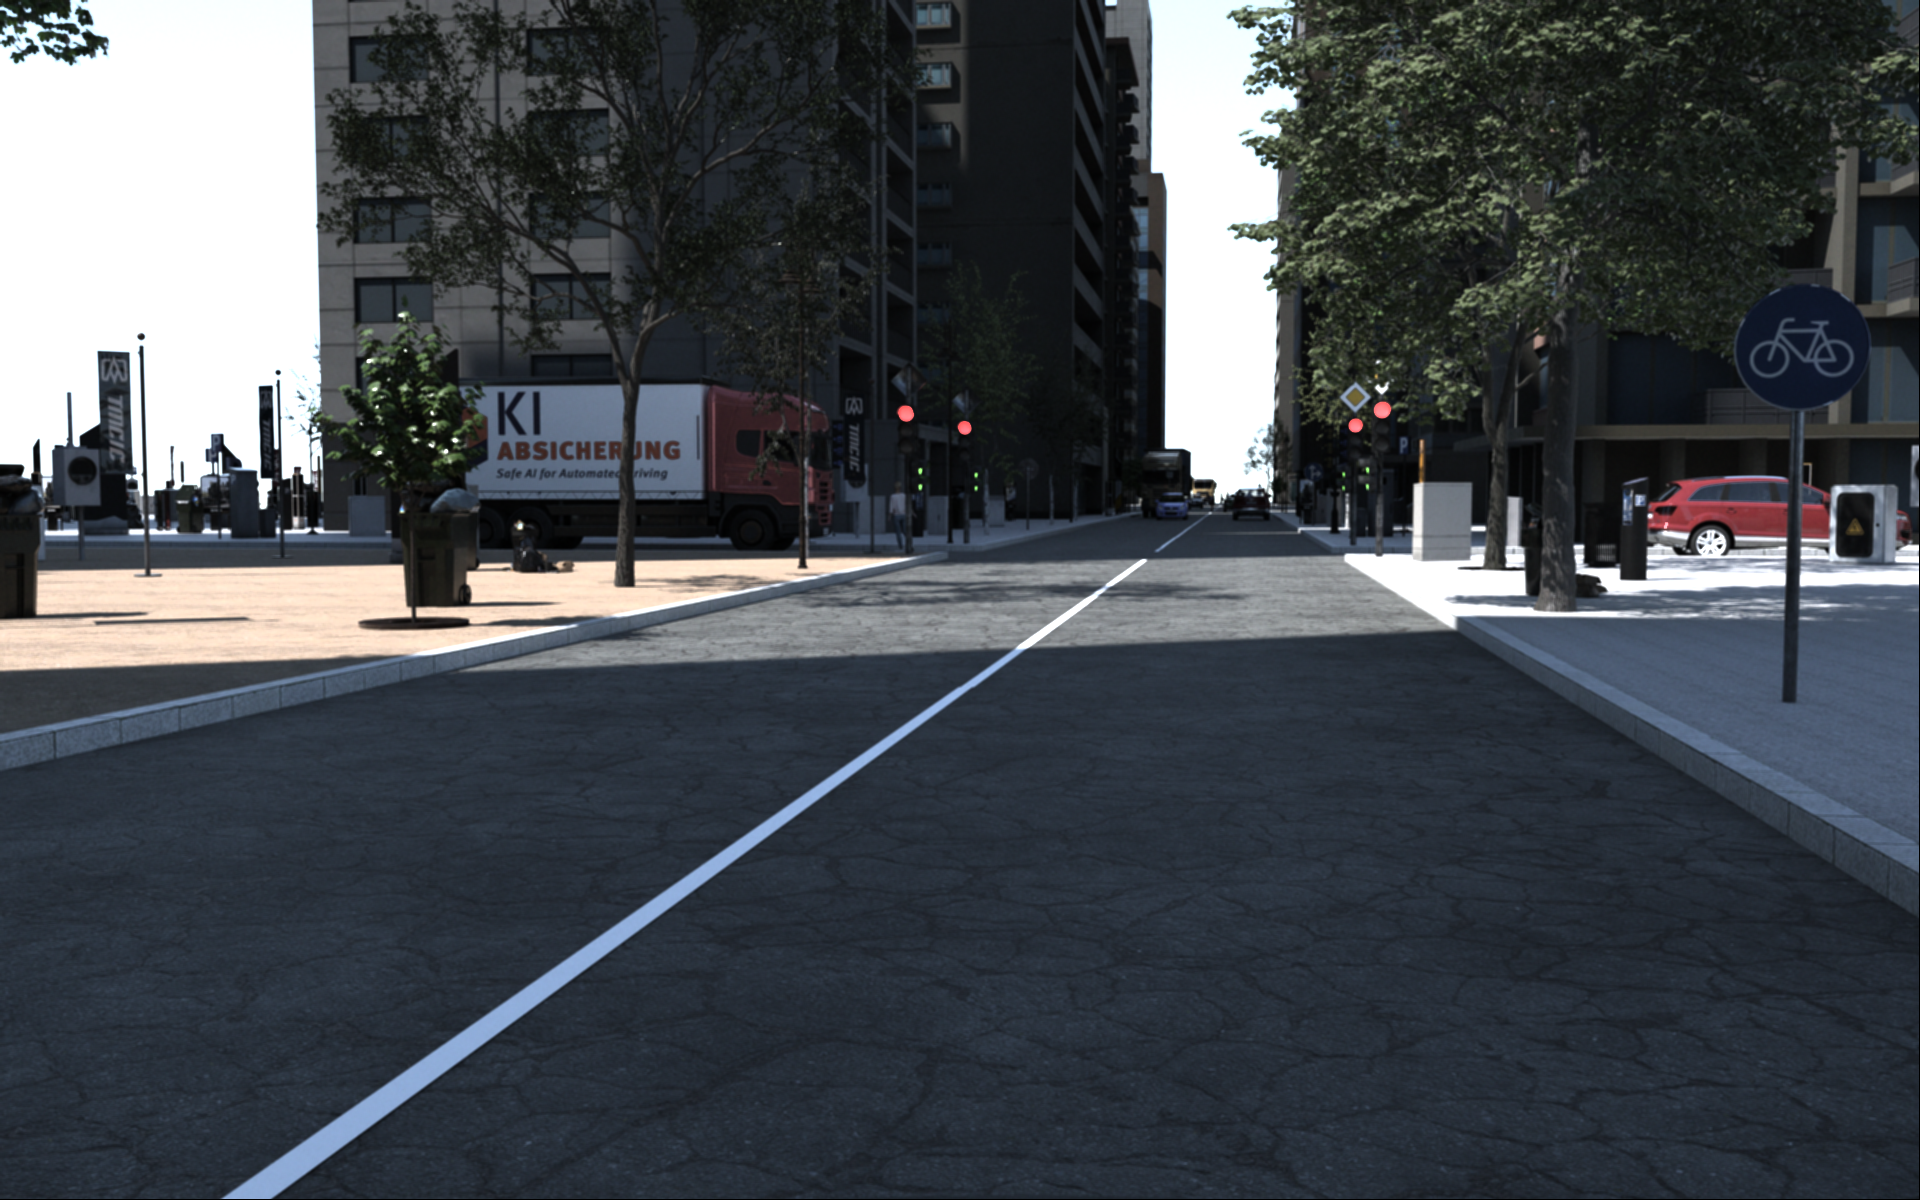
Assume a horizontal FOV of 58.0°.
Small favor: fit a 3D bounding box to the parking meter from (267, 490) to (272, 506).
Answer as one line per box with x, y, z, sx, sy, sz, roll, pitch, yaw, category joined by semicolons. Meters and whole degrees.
-39.910;-5.615;100.214;0.372;1.533;0.369;0;3;0;parking meter

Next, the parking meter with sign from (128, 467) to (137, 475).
-52.688;-6.968;110.192;0.543;3.016;1.738;-2;4;-29;parking meter with sign

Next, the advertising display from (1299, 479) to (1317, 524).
14.749;-4.175;73.476;0.123;1.923;0.974;-2;4;-32;advertising display

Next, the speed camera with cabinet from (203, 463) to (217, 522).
-34.167;-5.172;78.893;0.660;3.252;2.038;-1;4;-22;speed camera with cabinet

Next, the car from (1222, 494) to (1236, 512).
21.762;-7.657;136.993;2.131;1.459;4.920;1;4;9;car

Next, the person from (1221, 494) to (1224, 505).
35.451;-13.592;233.958;0.599;1.433;0.991;0;4;-5;person

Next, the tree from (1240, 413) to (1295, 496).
35.814;-16.239;199.918;7.601;10.594;8.767;1;4;23;tree

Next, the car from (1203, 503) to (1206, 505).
31.870;-13.478;229.951;1.945;1.707;3.694;0;4;8;car

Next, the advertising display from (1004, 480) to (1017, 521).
2.363;-4.679;81.715;0.123;1.923;0.974;2;4;33;advertising display

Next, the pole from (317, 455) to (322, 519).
-33.574;-5.927;90.749;0.158;3.312;0.155;0;3;0;pole

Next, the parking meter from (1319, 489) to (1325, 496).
17.489;-4.598;83.588;0.372;1.533;0.369;0;3;0;parking meter

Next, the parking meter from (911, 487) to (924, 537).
-1.278;-2.642;51.603;0.372;1.533;0.369;0;3;0;parking meter

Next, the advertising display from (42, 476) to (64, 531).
-31.779;-3.388;60.612;0.974;1.923;0.123;1;4;21;advertising display

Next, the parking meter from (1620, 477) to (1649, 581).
10.034;-1.062;25.774;0.372;1.533;0.369;0;3;0;parking meter

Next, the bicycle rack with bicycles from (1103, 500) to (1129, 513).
10.097;-6.182;114.455;2.852;0.926;2.925;0;4;7;bicycle rack with bicycles

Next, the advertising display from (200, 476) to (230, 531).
-26.173;-3.405;60.882;0.974;1.923;0.123;-2;4;-28;advertising display

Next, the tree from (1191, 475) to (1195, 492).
36.146;-17.867;275.837;4.285;4.588;4.351;0;3;0;tree

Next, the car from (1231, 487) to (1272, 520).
16.236;-5.375;96.554;2.281;1.827;5.304;1;4;9;car

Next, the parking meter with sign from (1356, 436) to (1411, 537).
12.623;-3.412;52.043;1.738;3.016;0.543;-1;4;-17;parking meter with sign

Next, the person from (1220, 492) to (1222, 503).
39.970;-15.618;264.654;0.445;1.727;0.742;0;4;8;person

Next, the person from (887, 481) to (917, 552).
-1.335;-2.021;42.208;0.731;1.740;0.598;-3;5;-44;person

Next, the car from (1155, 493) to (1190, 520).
11.874;-5.335;96.811;1.945;1.707;3.694;1;4;9;car

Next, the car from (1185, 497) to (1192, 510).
20.357;-8.958;159.037;1.945;1.354;3.894;0;4;8;car

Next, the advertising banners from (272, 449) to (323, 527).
-25.880;-4.353;67.359;0.090;3.025;2.074;3;5;41;advertising banners

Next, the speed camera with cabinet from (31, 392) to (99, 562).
-17.467;-2.356;32.856;0.660;3.252;2.038;3;4;38;speed camera with cabinet

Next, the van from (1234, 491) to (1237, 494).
41.414;-15.309;257.314;2.013;2.044;4.112;1;4;9;van

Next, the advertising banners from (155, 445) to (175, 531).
-28.045;-3.976;61.198;0.090;3.025;2.074;0;4;-6;advertising banners

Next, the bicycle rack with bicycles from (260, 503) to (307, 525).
-28.784;-3.610;72.402;2.852;0.926;2.925;1;4;19;bicycle rack with bicycles

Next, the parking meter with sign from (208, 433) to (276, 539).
-20.789;-3.307;50.335;0.543;3.016;1.738;2;4;34;parking meter with sign

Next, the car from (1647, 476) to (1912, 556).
17.481;-1.742;37.156;5.304;1.827;2.281;1;4;11;car

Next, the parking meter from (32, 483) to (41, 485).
-20.732;-1.853;38.701;0.372;1.533;0.369;0;3;0;parking meter

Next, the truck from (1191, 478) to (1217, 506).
30.511;-13.497;216.600;3.469;3.379;9.791;1;4;10;truck

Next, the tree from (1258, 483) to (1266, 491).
47.079;-16.967;272.007;1.663;3.219;1.824;0;3;0;tree

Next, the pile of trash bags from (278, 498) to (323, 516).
-44.575;-6.524;116.419;1.912;1.369;3.447;1;4;21;pile of trash bags

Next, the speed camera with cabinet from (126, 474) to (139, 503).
-49.046;-6.525;101.017;2.038;3.252;0.660;-2;4;-28;speed camera with cabinet

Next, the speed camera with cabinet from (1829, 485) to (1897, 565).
16.949;-2.266;31.388;0.660;3.252;2.038;-3;5;-42;speed camera with cabinet

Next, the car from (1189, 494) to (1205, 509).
22.957;-9.782;169.720;2.009;1.686;4.222;0;4;7;car

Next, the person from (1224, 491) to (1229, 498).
31.350;-11.913;203.282;0.705;1.822;1.348;-1;4;-18;person

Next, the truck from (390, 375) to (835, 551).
-8.122;-3.266;42.316;11.283;4.237;2.839;1;4;9;truck

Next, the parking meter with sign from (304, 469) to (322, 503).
-46.003;-7.713;122.363;1.738;3.016;0.543;-1;4;-23;parking meter with sign

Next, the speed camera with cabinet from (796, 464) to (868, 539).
-3.696;-3.388;49.730;2.038;3.252;0.660;-1;4;-20;speed camera with cabinet

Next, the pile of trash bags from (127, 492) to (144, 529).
-31.409;-3.358;64.660;1.912;1.369;3.447;-1;4;-19;pile of trash bags

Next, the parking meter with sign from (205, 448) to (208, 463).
-27.682;-4.228;65.391;1.738;3.016;0.543;2;4;31;parking meter with sign

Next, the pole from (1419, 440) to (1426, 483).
17.345;-4.353;65.013;0.158;3.312;0.155;0;3;0;pole

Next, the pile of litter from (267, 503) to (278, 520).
-33.863;-4.318;84.572;1.176;0.858;1.719;0;4;-5;pile of litter

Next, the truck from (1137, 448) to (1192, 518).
12.888;-7.292;108.129;2.839;4.237;11.283;1;4;11;truck

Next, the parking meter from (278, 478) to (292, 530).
-24.028;-3.423;61.674;0.255;1.863;0.399;3;4;38;parking meter

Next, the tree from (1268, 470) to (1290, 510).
29.678;-10.148;160.524;1.663;3.219;1.824;0;3;0;tree

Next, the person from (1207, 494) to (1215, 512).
20.182;-7.808;139.401;0.697;1.427;0.421;-1;4;-16;person

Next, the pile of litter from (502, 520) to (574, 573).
-7.007;-0.907;28.797;1.176;0.858;1.719;-1;4;-16;pile of litter
